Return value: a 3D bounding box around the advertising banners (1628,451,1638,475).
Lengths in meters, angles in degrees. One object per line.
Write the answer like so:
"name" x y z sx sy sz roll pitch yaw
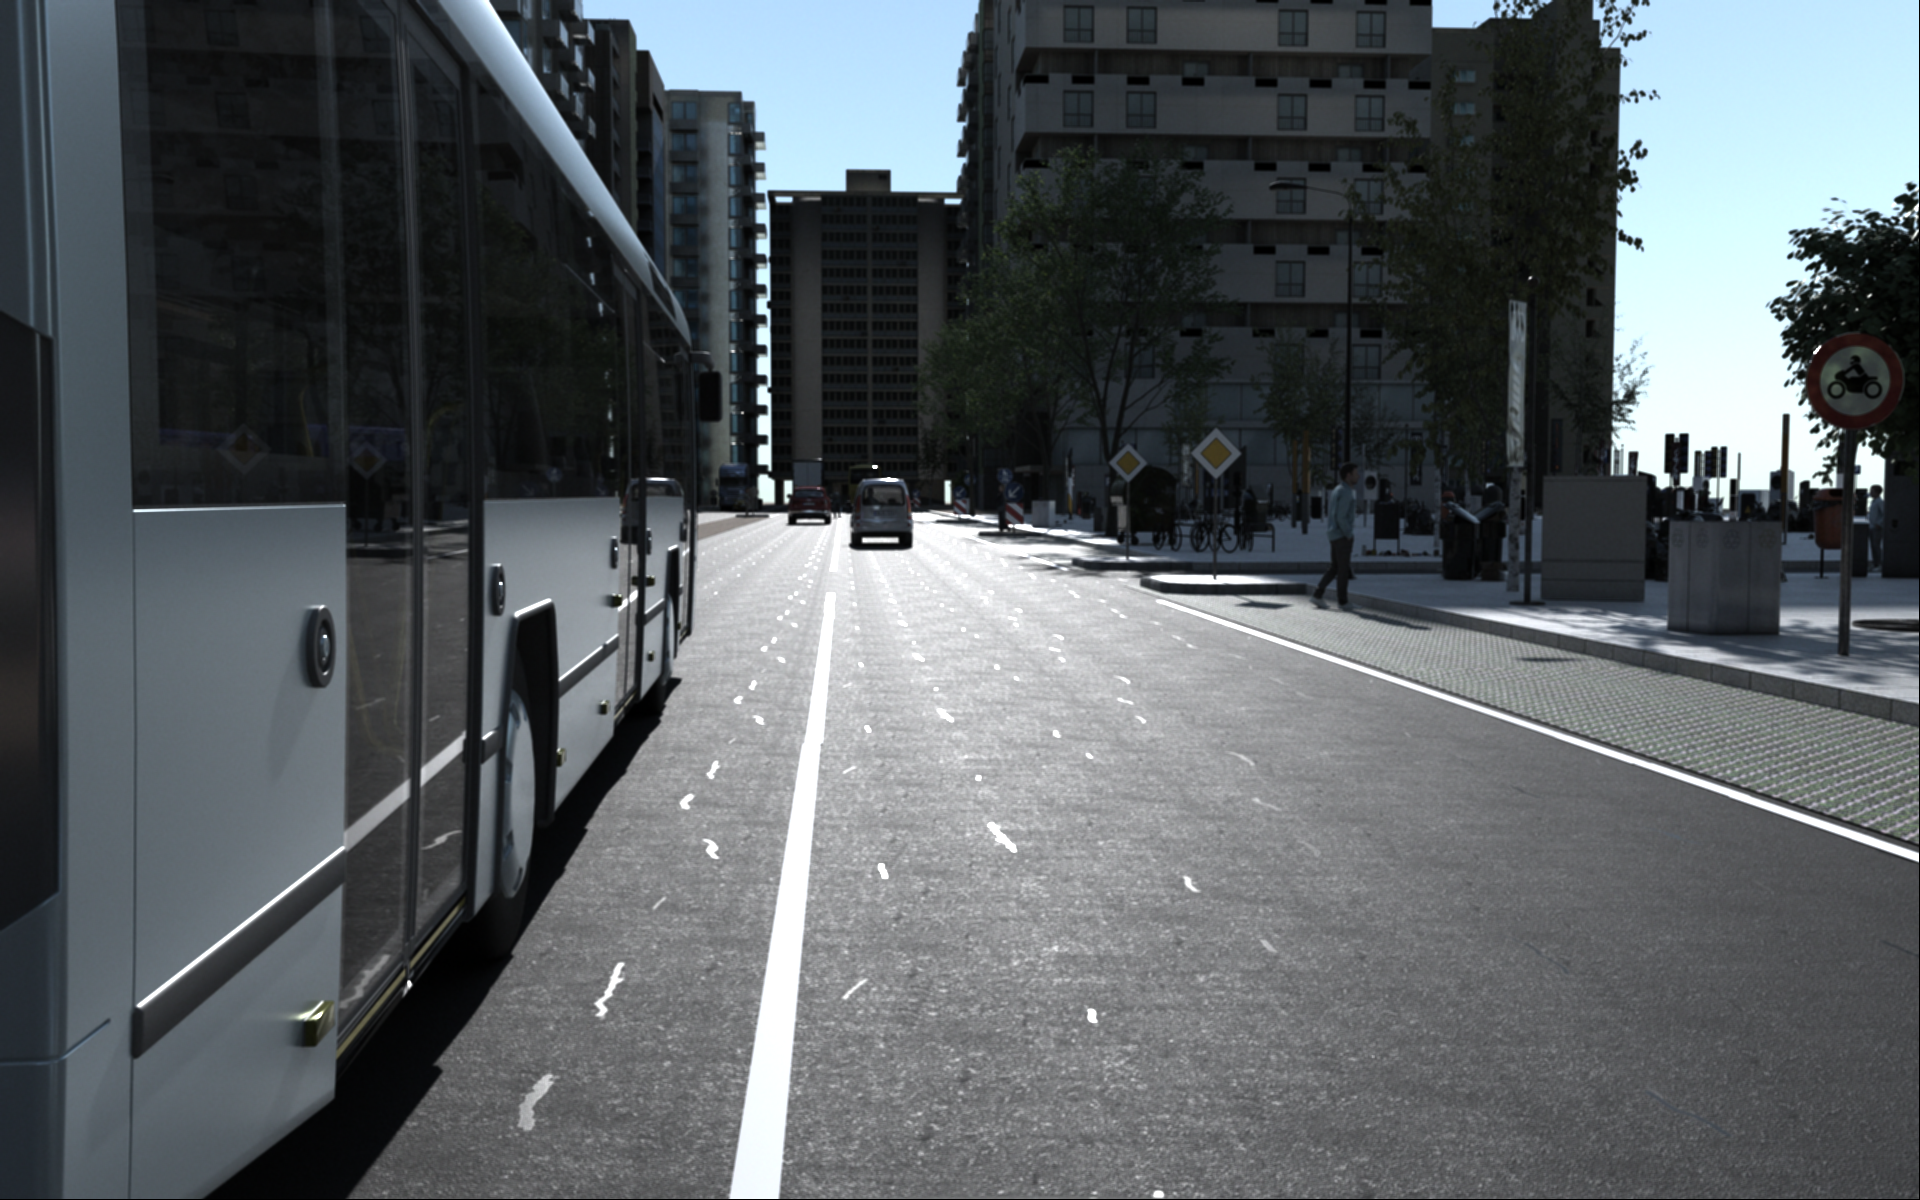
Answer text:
"advertising banners" 27.233 -4.614 71.630 0.090 3.025 2.074 -2 4 -24

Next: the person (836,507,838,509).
"person" -12.110 -9.747 168.394 0.750 1.759 0.617 3 5 43

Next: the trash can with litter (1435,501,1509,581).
"trash can with litter" 7.702 -0.885 25.860 1.055 1.170 0.624 2 4 34

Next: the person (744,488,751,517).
"person" -12.900 -5.921 105.589 0.573 1.790 0.520 -3 5 -43

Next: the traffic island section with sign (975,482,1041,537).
"traffic island section with sign" 1.647 -3.051 58.505 1.989 1.847 2.006 0 4 -4

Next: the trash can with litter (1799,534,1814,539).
"trash can with litter" 24.902 -2.367 49.755 2.233 1.210 1.678 -1 4 -23

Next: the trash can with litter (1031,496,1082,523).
"trash can with litter" 3.994 -3.972 76.007 2.233 1.210 1.678 -1 4 -8

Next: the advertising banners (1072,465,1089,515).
"advertising banners" 7.238 -6.653 104.969 0.090 3.025 2.074 3 4 37

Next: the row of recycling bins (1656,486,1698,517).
"row of recycling bins" 41.019 -5.743 101.011 3.534 1.692 1.069 1 4 12

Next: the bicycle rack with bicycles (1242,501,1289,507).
"bicycle rack with bicycles" 14.201 -4.215 82.292 2.925 0.926 2.852 -1 4 -19

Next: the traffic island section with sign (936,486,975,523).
"traffic island section with sign" -0.170 -4.706 85.573 1.989 1.847 2.006 0 4 -4

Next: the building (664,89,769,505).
"building" -38.034 -35.768 204.423 30.456 49.044 23.786 0 4 -4

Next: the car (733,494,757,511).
"car" -17.985 -8.257 145.219 2.015 1.641 3.980 0 4 -2

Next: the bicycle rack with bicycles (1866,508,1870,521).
"bicycle rack with bicycles" 45.322 -4.332 84.215 2.852 0.926 2.925 2 4 33

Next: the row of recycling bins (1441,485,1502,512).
"row of recycling bins" 23.866 -4.514 80.909 1.069 1.692 3.534 -2 4 -29

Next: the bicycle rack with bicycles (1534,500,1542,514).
"bicycle rack with bicycles" 36.456 -5.826 108.635 2.852 0.926 2.925 -2 4 -31

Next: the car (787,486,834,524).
"car" -7.278 -4.613 84.089 2.281 1.827 5.304 0 4 -4

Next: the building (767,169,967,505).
"building" -11.111 -31.692 210.052 23.993 40.220 32.217 0 4 -4

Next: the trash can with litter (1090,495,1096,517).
"trash can with litter" 7.187 -5.204 96.150 1.678 1.210 2.233 -2 4 -34

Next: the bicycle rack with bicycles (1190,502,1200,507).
"bicycle rack with bicycles" 9.909 -4.027 79.227 2.852 0.926 2.925 3 5 42

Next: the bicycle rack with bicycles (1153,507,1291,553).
"bicycle rack with bicycles" 5.807 -1.558 38.855 2.852 0.926 2.925 -1 4 -10

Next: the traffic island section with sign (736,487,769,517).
"traffic island section with sign" -12.912 -6.098 107.839 2.006 1.907 1.989 0 4 -4

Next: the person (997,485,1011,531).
"person" 1.568 -3.286 62.647 0.534 1.772 0.576 -1 4 -13

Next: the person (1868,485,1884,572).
"person" 16.973 -1.333 32.098 0.330 1.601 0.589 1 4 14

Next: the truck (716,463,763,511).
"truck" -19.800 -10.224 156.921 2.967 4.110 18.799 0 4 -2

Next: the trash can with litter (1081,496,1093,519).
"trash can with litter" 6.590 -4.775 89.461 0.624 1.170 1.055 0 4 0

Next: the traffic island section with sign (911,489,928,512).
"traffic island section with sign" -3.554 -7.759 135.486 1.989 1.847 2.006 0 4 -4

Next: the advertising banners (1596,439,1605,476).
"advertising banners" 20.519 -3.583 54.766 0.090 3.025 2.074 0 4 4

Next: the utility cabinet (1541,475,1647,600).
"utility cabinet" 7.659 -0.749 20.932 1.173 1.500 0.318 1 4 22

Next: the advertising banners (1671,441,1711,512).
"advertising banners" 24.071 -3.728 57.143 0.090 3.025 2.074 -1 4 -12

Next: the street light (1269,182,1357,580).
"street light" 5.294 -3.268 25.965 1.470 5.913 1.316 0 4 -4

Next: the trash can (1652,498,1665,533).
"trash can" 22.768 -2.768 56.916 0.748 1.137 0.748 0 3 0

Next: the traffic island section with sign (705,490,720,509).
"traffic island section with sign" -22.955 -9.376 161.924 1.989 1.847 2.006 0 4 -4

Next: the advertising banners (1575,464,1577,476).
"advertising banners" 31.850 -5.692 89.251 0.090 3.025 2.074 1 4 12

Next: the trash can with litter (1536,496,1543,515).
"trash can with litter" 35.598 -5.706 104.349 2.233 1.210 1.678 3 4 39

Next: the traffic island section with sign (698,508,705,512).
"traffic island section with sign" -21.098 -7.696 134.457 1.989 1.847 2.006 0 4 -4

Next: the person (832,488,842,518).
"person" -7.413 -5.867 104.601 0.661 1.801 0.590 -2 4 -28

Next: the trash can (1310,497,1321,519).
"trash can" 18.525 -4.784 89.868 0.748 1.137 0.748 0 3 0

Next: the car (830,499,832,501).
"car" -10.167 -6.846 123.735 2.131 1.459 4.920 0 4 -5

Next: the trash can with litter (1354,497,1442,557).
"trash can with litter" 9.193 -1.515 35.832 2.233 1.210 1.678 2 4 28

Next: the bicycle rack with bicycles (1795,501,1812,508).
"bicycle rack with bicycles" 54.454 -5.840 108.863 2.925 0.926 2.852 -2 4 -32

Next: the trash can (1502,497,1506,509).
"trash can" 26.317 -4.465 84.663 0.748 1.137 0.748 0 3 0

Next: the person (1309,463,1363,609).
"person" 4.688 -0.798 21.568 0.620 1.820 0.660 0 4 -4

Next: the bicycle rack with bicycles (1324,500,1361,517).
"bicycle rack with bicycles" 20.670 -5.139 97.404 2.852 0.926 2.925 -3 4 -37

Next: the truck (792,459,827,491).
"truck" -12.622 -9.559 145.200 2.839 4.237 11.283 0 4 -3
